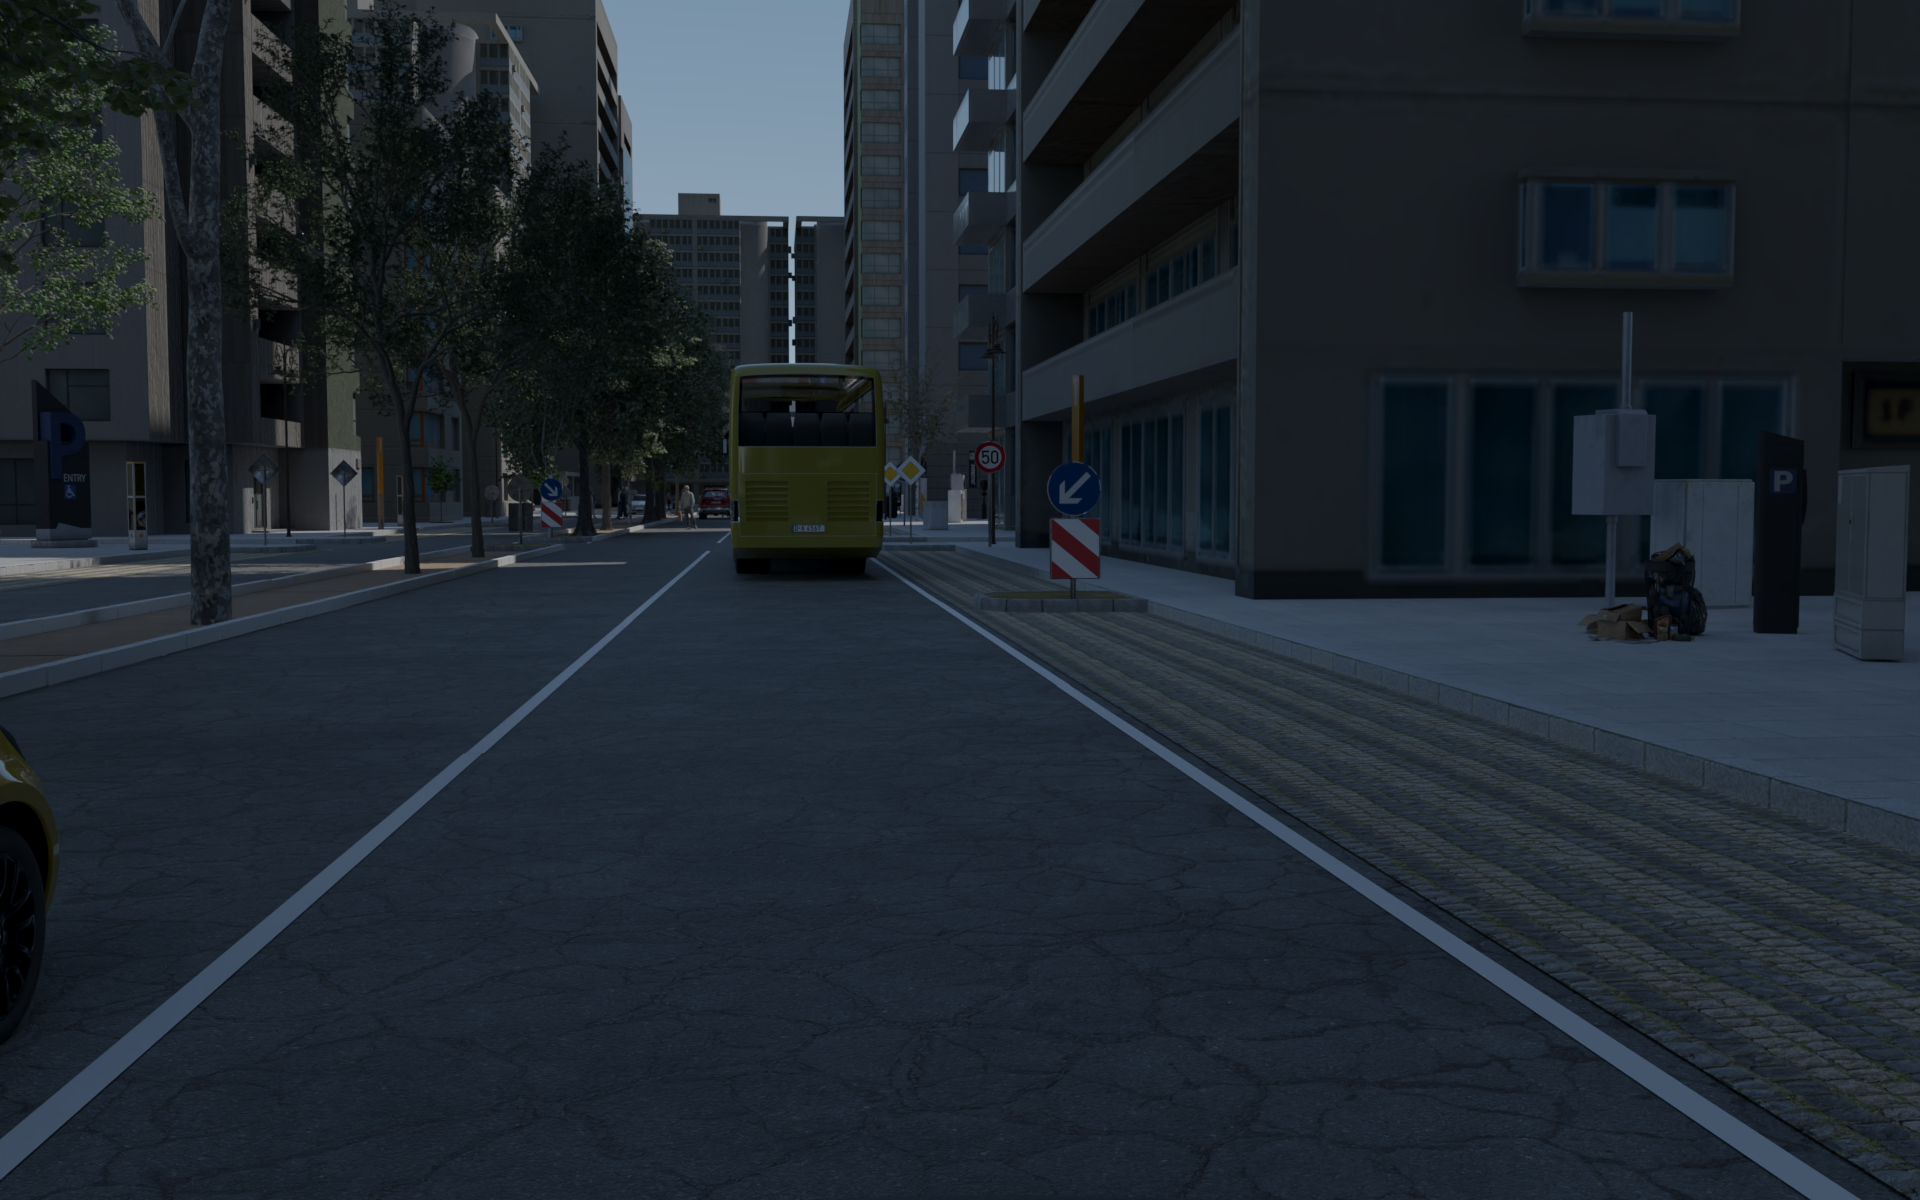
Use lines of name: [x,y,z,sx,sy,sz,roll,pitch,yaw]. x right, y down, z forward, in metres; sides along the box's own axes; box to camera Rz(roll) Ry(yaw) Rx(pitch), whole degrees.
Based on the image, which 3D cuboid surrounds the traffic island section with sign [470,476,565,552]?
traffic island section with sign: [-11.213,-2.183,43.836,2.006,1.907,1.989,0,4,-6]

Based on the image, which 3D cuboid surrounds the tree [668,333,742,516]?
tree: [-18.645,-12.303,113.986,12.009,13.543,11.850,0,3,0]

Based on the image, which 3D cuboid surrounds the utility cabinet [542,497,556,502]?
utility cabinet: [-27.825,-6.486,117.200,1.020,1.237,0.306,2,4,27]

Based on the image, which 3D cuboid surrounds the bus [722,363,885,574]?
bus: [-3.266,-2.605,34.144,2.896,3.916,12.252,0,4,-7]

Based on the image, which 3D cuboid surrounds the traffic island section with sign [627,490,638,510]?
traffic island section with sign: [-28.578,-8.776,152.120,1.989,1.847,2.006,0,4,-6]

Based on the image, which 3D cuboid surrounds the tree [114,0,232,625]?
tree: [-9.516,-9.833,19.124,12.611,20.169,13.585,0,3,0]

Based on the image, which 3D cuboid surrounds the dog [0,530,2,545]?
dog: [-24.690,-1.524,44.211,0.406,0.507,0.540,-2,4,-29]

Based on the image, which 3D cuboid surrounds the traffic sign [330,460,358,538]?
traffic sign: [-18.073,-2.887,50.840,0.795,2.450,0.064,0,4,-6]

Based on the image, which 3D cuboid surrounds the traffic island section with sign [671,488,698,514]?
traffic island section with sign: [-19.979,-7.204,125.917,2.006,1.907,1.989,0,4,-6]

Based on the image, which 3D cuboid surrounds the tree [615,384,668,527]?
tree: [-14.370,-7.496,75.374,4.737,8.622,4.395,0,3,0]

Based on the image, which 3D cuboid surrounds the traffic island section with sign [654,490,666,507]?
traffic island section with sign: [-31.441,-10.416,178.923,1.989,1.847,2.006,0,4,-6]

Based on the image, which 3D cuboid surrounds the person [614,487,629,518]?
person: [-20.001,-5.732,102.315,0.850,1.850,0.679,0,4,7]

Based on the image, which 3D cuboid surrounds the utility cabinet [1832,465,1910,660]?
utility cabinet: [7.188,-0.308,13.712,0.318,1.500,1.173,1,4,17]

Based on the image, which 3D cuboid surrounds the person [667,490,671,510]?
person: [-25.663,-8.833,152.929,0.705,1.823,1.348,-1,4,-11]

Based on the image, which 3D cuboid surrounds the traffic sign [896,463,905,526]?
traffic sign: [-2.239,-4.256,69.690,0.768,2.556,0.104,0,4,1]

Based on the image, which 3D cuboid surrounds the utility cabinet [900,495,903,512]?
utility cabinet: [-3.792,-6.867,123.437,1.020,1.237,0.306,3,4,38]

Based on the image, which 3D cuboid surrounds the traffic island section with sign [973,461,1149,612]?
traffic island section with sign: [1.201,-0.804,21.780,1.989,1.847,2.006,0,4,-6]

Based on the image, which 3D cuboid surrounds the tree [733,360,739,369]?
tree: [-14.883,-9.986,82.739,9.611,12.733,9.660,0,3,0]

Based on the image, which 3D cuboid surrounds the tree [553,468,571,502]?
tree: [-28.407,-7.776,121.734,1.663,3.219,1.824,0,3,0]

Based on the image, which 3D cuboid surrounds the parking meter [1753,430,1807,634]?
parking meter: [7.556,-0.626,15.950,0.399,1.863,0.255,1,4,16]

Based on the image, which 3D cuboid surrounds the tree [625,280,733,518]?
tree: [-17.766,-11.818,102.330,9.857,13.997,8.962,0,3,0]

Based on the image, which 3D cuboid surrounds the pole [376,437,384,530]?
pole: [-20.797,-4.177,62.131,0.158,3.312,0.155,0,3,0]

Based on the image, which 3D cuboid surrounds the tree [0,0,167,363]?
tree: [-19.176,-6.546,32.779,9.928,11.665,9.643,0,3,0]

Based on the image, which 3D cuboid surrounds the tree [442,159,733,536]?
tree: [-12.855,-8.538,59.067,9.611,12.733,9.660,0,3,0]

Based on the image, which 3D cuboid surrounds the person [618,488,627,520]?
person: [-18.838,-5.375,96.799,0.576,1.772,0.534,1,4,17]

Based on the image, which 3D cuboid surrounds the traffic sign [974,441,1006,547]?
traffic sign: [0.727,-2.554,41.863,0.768,2.556,0.104,0,4,3]

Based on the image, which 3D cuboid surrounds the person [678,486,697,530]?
person: [-11.050,-3.728,69.946,0.782,1.767,0.515,1,4,19]

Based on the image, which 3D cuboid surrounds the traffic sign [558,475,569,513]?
traffic sign: [-26.891,-7.171,117.351,0.768,2.556,0.104,0,4,2]

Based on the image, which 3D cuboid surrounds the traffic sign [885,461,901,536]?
traffic sign: [-2.117,-2.989,52.517,0.795,2.450,0.064,0,4,-6]

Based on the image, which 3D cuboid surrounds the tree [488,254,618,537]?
tree: [-12.364,-6.074,52.131,4.360,8.622,3.978,0,3,0]

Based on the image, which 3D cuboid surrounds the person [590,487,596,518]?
person: [-21.788,-5.732,102.093,0.818,1.842,0.514,0,4,2]

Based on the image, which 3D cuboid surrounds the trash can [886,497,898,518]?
trash can: [-3.600,-4.883,91.485,0.748,1.137,0.748,0,3,0]

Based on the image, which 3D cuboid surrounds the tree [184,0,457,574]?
tree: [-9.799,-5.756,30.981,8.767,10.594,7.601,0,4,-6]

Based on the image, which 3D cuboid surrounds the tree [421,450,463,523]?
tree: [-22.980,-5.022,76.703,1.663,3.219,1.824,0,3,0]

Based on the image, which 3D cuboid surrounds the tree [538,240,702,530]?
tree: [-14.127,-9.048,68.512,7.486,12.596,7.792,0,3,0]

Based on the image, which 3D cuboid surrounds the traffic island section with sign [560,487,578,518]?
traffic island section with sign: [-23.257,-5.723,102.201,1.989,1.847,2.006,0,4,-6]

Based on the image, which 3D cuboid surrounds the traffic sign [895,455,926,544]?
traffic sign: [-1.269,-2.504,44.577,0.795,2.450,0.064,0,4,-6]

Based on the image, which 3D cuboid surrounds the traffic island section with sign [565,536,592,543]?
traffic island section with sign: [-11.990,-2.634,51.203,2.006,1.907,1.989,0,4,-6]

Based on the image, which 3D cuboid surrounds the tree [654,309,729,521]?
tree: [-16.139,-10.051,92.544,9.928,11.665,9.643,0,3,0]

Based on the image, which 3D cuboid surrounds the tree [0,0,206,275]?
tree: [-7.852,-5.429,9.346,7.486,12.596,7.792,0,3,0]

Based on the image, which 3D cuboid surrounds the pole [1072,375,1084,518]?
pole: [2.022,-2.197,29.760,0.158,3.312,0.155,0,3,0]

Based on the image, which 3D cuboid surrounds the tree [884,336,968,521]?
tree: [-1.824,-8.029,81.640,4.360,8.622,3.978,0,3,0]

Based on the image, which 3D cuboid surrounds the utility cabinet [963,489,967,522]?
utility cabinet: [-0.086,-4.364,80.036,0.318,1.500,1.173,-2,4,-25]

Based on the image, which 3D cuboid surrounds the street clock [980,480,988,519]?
street clock: [1.237,-5.129,88.433,0.471,2.002,0.358,-2,4,-24]

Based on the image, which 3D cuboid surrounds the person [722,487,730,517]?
person: [-14.504,-6.106,107.701,0.648,1.900,0.474,0,4,-1]

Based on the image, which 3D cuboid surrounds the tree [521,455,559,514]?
tree: [-27.675,-7.867,112.342,4.285,4.588,4.351,0,3,0]

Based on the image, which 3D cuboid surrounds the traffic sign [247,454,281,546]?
traffic sign: [-17.225,-2.401,42.900,0.795,2.450,0.064,0,4,-6]
